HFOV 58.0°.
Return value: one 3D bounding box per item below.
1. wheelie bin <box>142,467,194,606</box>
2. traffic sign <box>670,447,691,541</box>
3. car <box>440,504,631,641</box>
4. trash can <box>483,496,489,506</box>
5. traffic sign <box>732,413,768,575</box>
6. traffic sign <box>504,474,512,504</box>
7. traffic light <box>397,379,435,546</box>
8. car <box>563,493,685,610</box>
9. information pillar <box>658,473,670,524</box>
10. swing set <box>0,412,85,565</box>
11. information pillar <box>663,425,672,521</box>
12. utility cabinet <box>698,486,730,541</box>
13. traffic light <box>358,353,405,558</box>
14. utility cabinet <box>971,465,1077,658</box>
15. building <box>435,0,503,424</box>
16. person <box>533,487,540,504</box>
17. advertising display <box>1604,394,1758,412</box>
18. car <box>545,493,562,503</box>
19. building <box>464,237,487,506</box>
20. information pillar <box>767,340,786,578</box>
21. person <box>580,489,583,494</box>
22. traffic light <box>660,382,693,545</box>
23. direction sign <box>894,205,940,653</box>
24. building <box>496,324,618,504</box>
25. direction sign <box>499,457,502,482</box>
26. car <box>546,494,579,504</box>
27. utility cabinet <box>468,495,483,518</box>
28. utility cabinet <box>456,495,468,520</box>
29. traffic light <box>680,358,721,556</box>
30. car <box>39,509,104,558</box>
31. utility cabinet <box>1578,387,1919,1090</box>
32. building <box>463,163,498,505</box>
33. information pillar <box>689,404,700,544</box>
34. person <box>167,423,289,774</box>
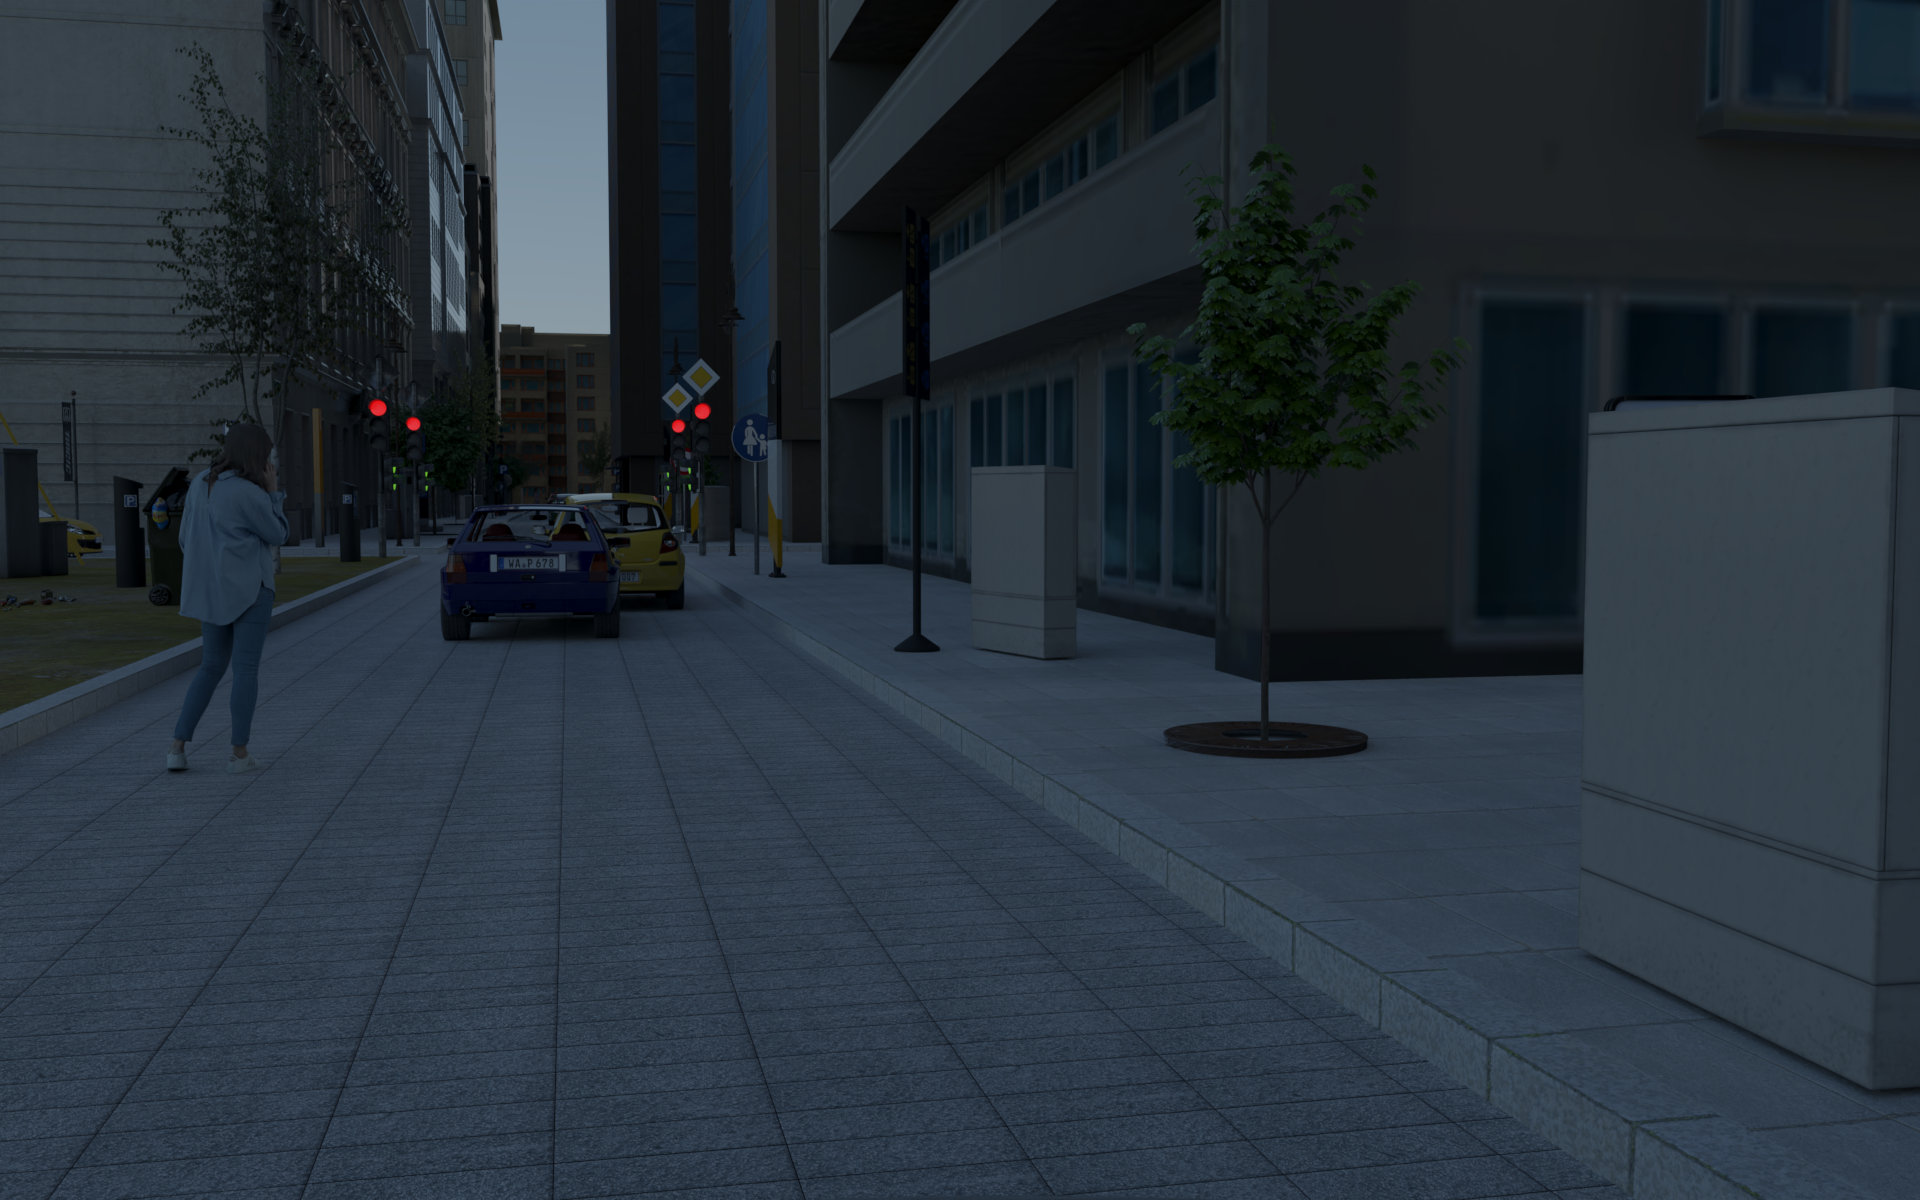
[{"bbox_3d":[-9.058,-0.750,20.171,0.693,1.594,0.980,-1,4,-10],"label":"wheelie bin"},{"bbox_3d":[-7.499,-2.878,47.162,0.768,2.556,0.104,0,4,-7],"label":"traffic sign"},{"bbox_3d":[-4.486,-0.356,18.403,1.945,1.354,3.894,-1,4,-11],"label":"car"},{"bbox_3d":[-29.808,-5.905,108.207,0.748,1.137,0.748,0,3,0],"label":"trash can"},{"bbox_3d":[-3.223,-1.671,27.425,0.768,2.556,0.104,0,4,-7],"label":"traffic sign"},{"bbox_3d":[-29.075,-6.782,110.993,0.768,2.556,0.104,-1,4,-11],"label":"traffic sign"},{"bbox_3d":[-13.287,-3.266,42.316,0.839,4.253,0.868,-1,4,-13],"label":"traffic light"},{"bbox_3d":[-4.577,-0.763,22.699,2.015,1.641,3.980,-1,4,-13],"label":"car"},{"bbox_3d":[-10.382,-3.445,60.818,0.304,2.012,0.304,-2,4,-32],"label":"information pillar"},{"bbox_3d":[-17.837,-2.073,31.517,2.862,2.851,3.119,-3,4,-37],"label":"swing set"},{"bbox_3d":[-9.877,-4.106,58.492,0.183,3.616,0.504,-2,4,-32],"label":"information pillar"},{"bbox_3d":[-6.657,-2.319,46.600,0.318,1.500,1.173,2,4,30],"label":"utility cabinet"},{"bbox_3d":[-11.528,-2.789,34.526,0.839,4.253,0.868,-1,4,-13],"label":"traffic light"},{"bbox_3d":[0.507,-0.316,13.838,0.318,1.500,1.173,-2,4,-28],"label":"utility cabinet"},{"bbox_3d":[-59.121,-35.491,169.518,27.495,52.752,28.713,-1,4,-13],"label":"building"},{"bbox_3d":[-23.748,-5.428,97.258,0.388,1.821,0.555,0,4,-8],"label":"person"},{"bbox_3d":[4.706,-0.374,11.335,0.974,1.923,0.123,0,4,3],"label":"advertising display"},{"bbox_3d":[-34.233,-8.472,147.555,2.155,1.783,4.494,-1,4,-14],"label":"car"},{"bbox_3d":[-49.642,-17.214,126.484,27.650,21.520,28.899,-1,4,-13],"label":"building"},{"bbox_3d":[-2.841,-2.156,26.606,0.183,3.616,0.504,-1,4,-23],"label":"information pillar"},{"bbox_3d":[-29.770,-7.813,136.174,0.705,1.831,1.348,-1,4,-21],"label":"person"},{"bbox_3d":[-7.134,-3.351,43.717,0.839,4.253,0.868,-1,4,-13],"label":"traffic light"},{"bbox_3d":[-0.352,-1.351,14.083,0.379,3.537,0.876,1,4,11],"label":"direction sign"},{"bbox_3d":[-53.713,-22.425,211.685,28.899,21.520,27.650,-1,4,-13],"label":"building"},{"bbox_3d":[-28.190,-6.992,106.311,0.379,3.537,0.876,-1,4,-23],"label":"direction sign"},{"bbox_3d":[-18.018,-4.167,79.925,2.131,1.459,4.920,-1,4,-11],"label":"car"},{"bbox_3d":[-25.726,-4.916,91.531,1.020,1.237,0.306,1,4,12],"label":"utility cabinet"},{"bbox_3d":[-25.195,-4.662,87.386,0.306,1.237,1.020,-2,4,-26],"label":"utility cabinet"},{"bbox_3d":[-5.375,-2.875,35.927,0.839,4.253,0.868,-1,4,-13],"label":"traffic light"},{"bbox_3d":[-20.295,-1.610,36.549,3.980,1.641,2.015,-1,4,-11],"label":"car"},{"bbox_3d":[1.976,0.273,4.223,0.318,1.500,1.173,-1,4,-10],"label":"utility cabinet"},{"bbox_3d":[-47.672,-23.108,149.515,14.160,30.474,14.107,-1,4,-13],"label":"building"},{"bbox_3d":[-6.834,-3.270,44.815,0.183,3.616,0.504,-2,4,-35],"label":"information pillar"},{"bbox_3d":[-3.783,-0.008,8.903,0.793,1.790,0.793,-1,4,-10],"label":"person"}]
